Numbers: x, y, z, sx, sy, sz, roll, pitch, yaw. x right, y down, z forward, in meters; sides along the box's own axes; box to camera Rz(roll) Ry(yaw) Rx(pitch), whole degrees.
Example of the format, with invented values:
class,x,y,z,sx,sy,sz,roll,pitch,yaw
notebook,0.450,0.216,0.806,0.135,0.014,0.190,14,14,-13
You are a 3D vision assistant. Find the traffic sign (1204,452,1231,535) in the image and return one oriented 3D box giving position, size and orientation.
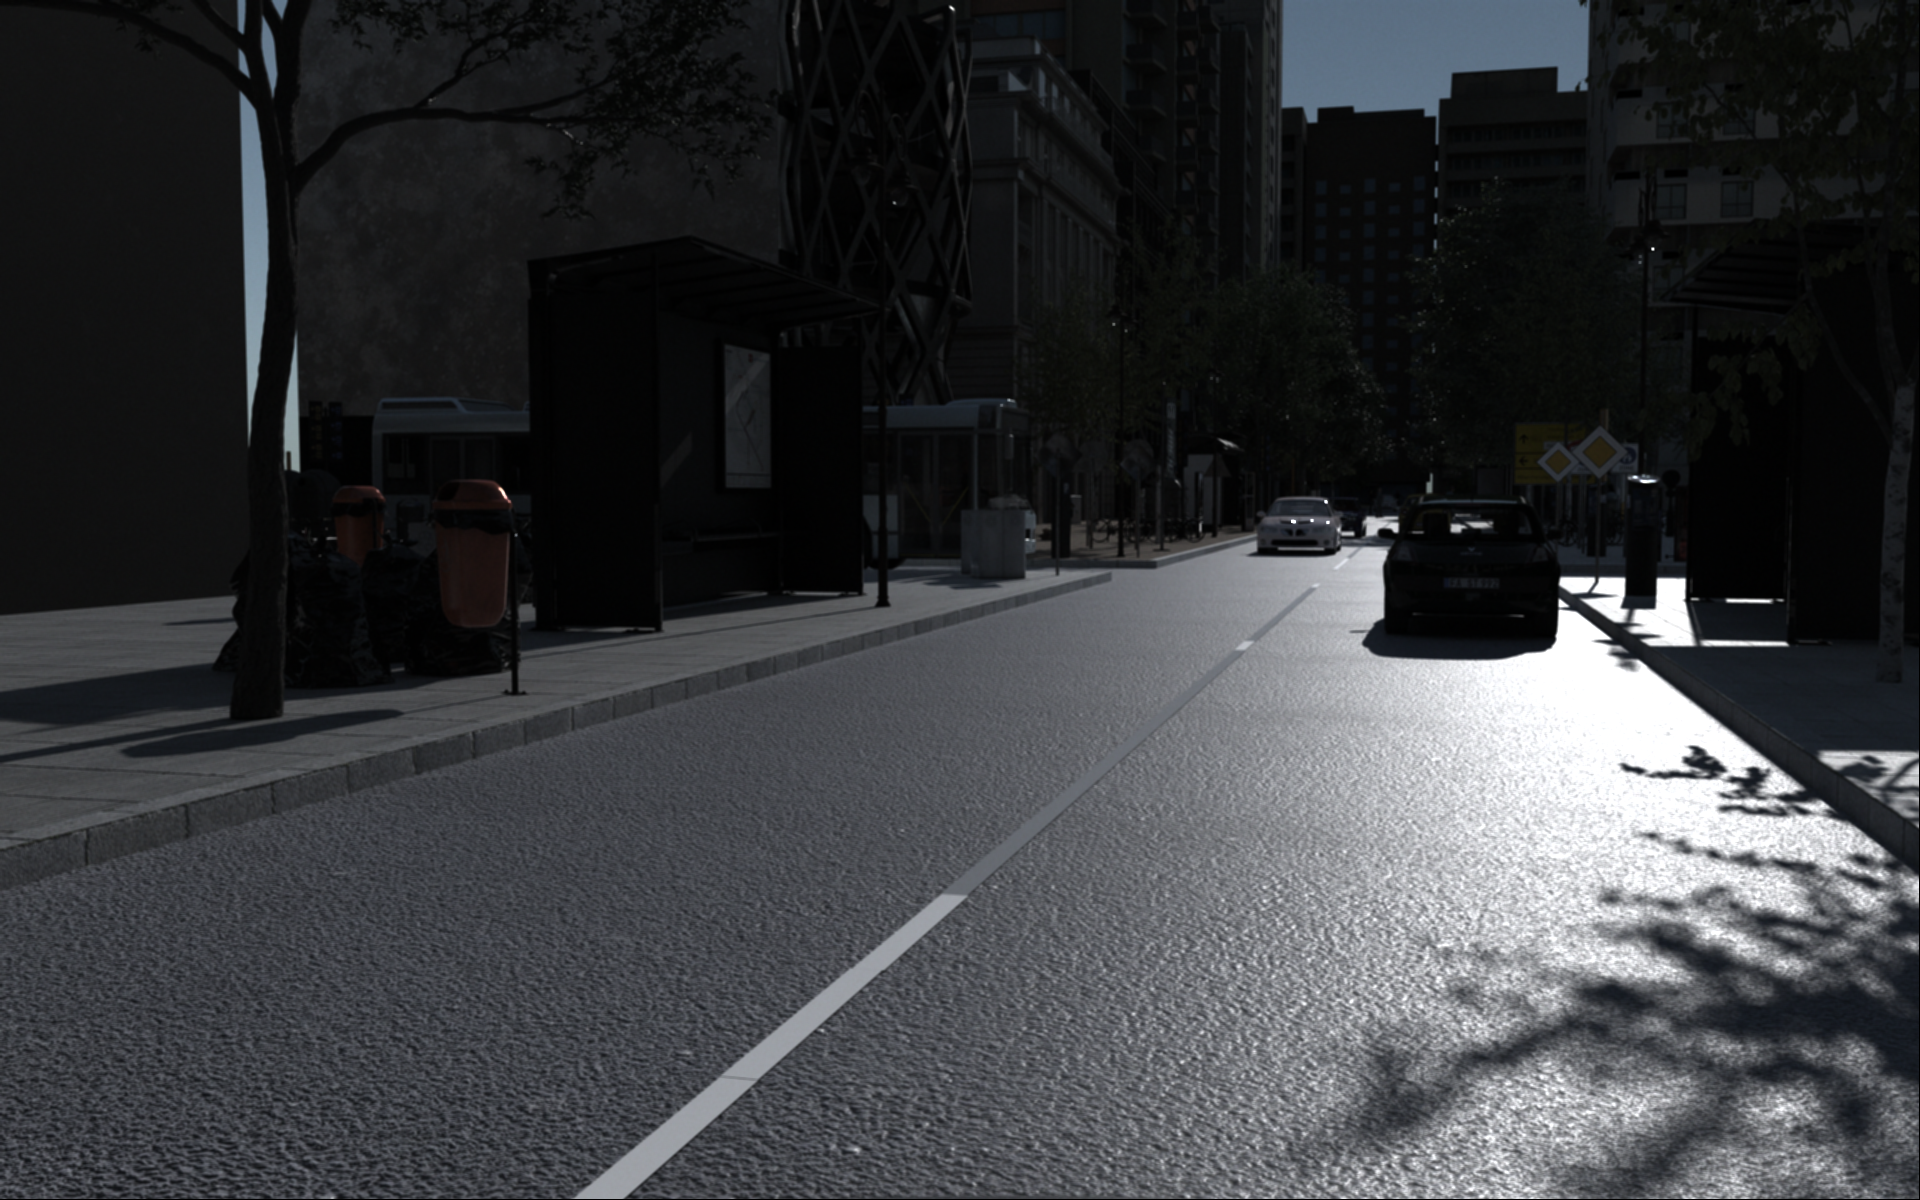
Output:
class,x,y,z,sx,sy,sz,roll,pitch,yaw
traffic sign,7.973,-3.286,53.723,0.884,2.594,0.081,2,4,25

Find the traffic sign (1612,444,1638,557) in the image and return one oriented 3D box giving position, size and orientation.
class,x,y,z,sx,sy,sz,roll,pitch,yaw
traffic sign,13.466,-2.012,35.033,0.606,2.300,0.079,1,4,15

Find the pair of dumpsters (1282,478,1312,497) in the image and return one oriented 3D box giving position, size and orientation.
class,x,y,z,sx,sy,sz,roll,pitch,yaw
pair of dumpsters,19.657,-6.034,101.153,1.574,2.255,4.437,1,4,15

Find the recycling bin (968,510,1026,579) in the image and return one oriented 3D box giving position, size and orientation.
class,x,y,z,sx,sy,sz,roll,pitch,yaw
recycling bin,0.580,-0.851,26.474,0.722,1.027,0.722,-1,4,-11

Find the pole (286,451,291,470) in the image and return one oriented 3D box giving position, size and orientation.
class,x,y,z,sx,sy,sz,roll,pitch,yaw
pole,-32.082,-5.443,82.830,0.158,3.312,0.155,0,3,0

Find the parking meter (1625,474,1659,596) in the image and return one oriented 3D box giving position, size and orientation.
class,x,y,z,sx,sy,sz,roll,pitch,yaw
parking meter,8.620,-0.824,21.886,0.372,1.533,0.369,0,3,0

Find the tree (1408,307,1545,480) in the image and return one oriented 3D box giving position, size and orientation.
class,x,y,z,sx,sy,sz,roll,pitch,yaw
tree,31.605,-11.492,104.901,9.611,12.733,9.660,0,3,0

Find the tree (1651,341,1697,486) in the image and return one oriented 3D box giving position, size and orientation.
class,x,y,z,sx,sy,sz,roll,pitch,yaw
tree,34.497,-7.977,80.788,4.360,8.622,3.978,0,3,0

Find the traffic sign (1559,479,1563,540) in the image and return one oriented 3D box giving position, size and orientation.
class,x,y,z,sx,sy,sz,roll,pitch,yaw
traffic sign,16.884,-2.970,48.662,0.768,2.556,0.104,2,4,24

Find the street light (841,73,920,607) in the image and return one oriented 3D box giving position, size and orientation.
class,x,y,z,sx,sy,sz,roll,pitch,yaw
street light,-0.879,-2.863,19.604,0.468,5.910,1.993,1,4,15

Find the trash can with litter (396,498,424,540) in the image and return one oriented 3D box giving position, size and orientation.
class,x,y,z,sx,sy,sz,roll,pitch,yaw
trash can with litter,-8.902,-1.115,29.290,1.678,1.210,2.233,2,4,33

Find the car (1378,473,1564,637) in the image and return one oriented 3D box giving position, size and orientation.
class,x,y,z,sx,sy,sz,roll,pitch,yaw
car,5.568,-0.558,18.914,2.009,1.686,4.222,1,4,16

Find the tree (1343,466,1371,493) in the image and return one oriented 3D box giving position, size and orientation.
class,x,y,z,sx,sy,sz,roll,pitch,yaw
tree,41.510,-12.158,182.498,4.285,4.588,4.351,0,3,0

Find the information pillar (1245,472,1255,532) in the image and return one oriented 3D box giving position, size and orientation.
class,x,y,z,sx,sy,sz,roll,pitch,yaw
information pillar,9.867,-3.330,58.935,0.304,2.012,0.304,1,4,11

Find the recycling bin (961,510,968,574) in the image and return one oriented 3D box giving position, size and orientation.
class,x,y,z,sx,sy,sz,roll,pitch,yaw
recycling bin,0.499,-0.934,27.820,0.722,1.027,0.722,3,4,38

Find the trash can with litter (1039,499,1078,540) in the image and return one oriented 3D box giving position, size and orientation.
class,x,y,z,sx,sy,sz,roll,pitch,yaw
trash can with litter,2.761,-2.293,48.879,1.055,1.170,0.624,-3,5,-42

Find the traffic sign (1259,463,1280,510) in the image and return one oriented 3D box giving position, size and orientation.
class,x,y,z,sx,sy,sz,roll,pitch,yaw
traffic sign,12.608,-4.320,70.629,0.884,2.594,0.081,2,4,23

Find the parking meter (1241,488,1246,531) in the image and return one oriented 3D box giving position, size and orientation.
class,x,y,z,sx,sy,sz,roll,pitch,yaw
parking meter,9.962,-3.163,60.126,0.372,1.533,0.369,0,3,0

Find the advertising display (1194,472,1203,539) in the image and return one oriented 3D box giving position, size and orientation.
class,x,y,z,sx,sy,sz,roll,pitch,yaw
advertising display,6.931,-2.755,50.263,0.123,1.923,0.974,1,4,15

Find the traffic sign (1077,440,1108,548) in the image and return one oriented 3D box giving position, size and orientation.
class,x,y,z,sx,sy,sz,roll,pitch,yaw
traffic sign,3.100,-2.494,40.887,0.768,2.556,0.104,1,4,21

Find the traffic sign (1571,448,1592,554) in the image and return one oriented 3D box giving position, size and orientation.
class,x,y,z,sx,sy,sz,roll,pitch,yaw
traffic sign,13.416,-2.146,37.220,0.606,2.300,0.079,1,4,22

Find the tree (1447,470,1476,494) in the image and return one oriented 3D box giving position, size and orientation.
class,x,y,z,sx,sy,sz,roll,pitch,yaw
tree,35.228,-7.722,120.852,1.663,3.219,1.824,0,3,0

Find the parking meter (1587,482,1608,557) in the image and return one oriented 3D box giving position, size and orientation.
class,x,y,z,sx,sy,sz,roll,pitch,yaw
parking meter,13.076,-1.660,35.545,0.372,1.533,0.369,0,3,0

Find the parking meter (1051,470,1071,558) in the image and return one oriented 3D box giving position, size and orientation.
class,x,y,z,sx,sy,sz,roll,pitch,yaw
parking meter,2.024,-1.772,34.685,0.255,1.863,0.399,2,4,33

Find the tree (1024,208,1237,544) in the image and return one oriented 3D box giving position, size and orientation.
class,x,y,z,sx,sy,sz,roll,pitch,yaw
tree,4.880,-5.750,44.368,4.737,8.622,4.395,0,3,0

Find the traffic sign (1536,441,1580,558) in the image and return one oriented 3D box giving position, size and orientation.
class,x,y,z,sx,sy,sz,roll,pitch,yaw
traffic sign,11.320,-1.785,32.832,0.795,2.450,0.064,1,4,15

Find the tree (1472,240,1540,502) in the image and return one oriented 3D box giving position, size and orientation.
class,x,y,z,sx,sy,sz,roll,pitch,yaw
tree,16.282,-5.815,45.437,4.737,8.622,4.395,0,3,0

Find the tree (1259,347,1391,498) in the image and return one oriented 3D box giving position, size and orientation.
class,x,y,z,sx,sy,sz,roll,pitch,yaw
tree,21.911,-11.602,107.813,7.486,12.596,7.792,0,3,0

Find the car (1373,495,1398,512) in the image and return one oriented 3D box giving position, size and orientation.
class,x,y,z,sx,sy,sz,roll,pitch,yaw
car,35.159,-8.002,143.187,2.083,1.381,4.827,1,4,13

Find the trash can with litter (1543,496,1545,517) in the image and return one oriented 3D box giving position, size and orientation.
class,x,y,z,sx,sy,sz,roll,pitch,yaw
trash can with litter,30.152,-4.790,89.704,0.624,1.170,1.055,1,4,21

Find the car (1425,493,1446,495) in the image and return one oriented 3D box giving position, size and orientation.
class,x,y,z,sx,sy,sz,roll,pitch,yaw
car,24.607,-4.944,89.870,2.155,1.783,4.494,1,4,15

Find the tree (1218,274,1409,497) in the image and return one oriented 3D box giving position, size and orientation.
class,x,y,z,sx,sy,sz,roll,pitch,yaw
tree,17.988,-10.599,90.300,9.611,12.733,9.660,0,3,0

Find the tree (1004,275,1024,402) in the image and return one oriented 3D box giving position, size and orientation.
class,x,y,z,sx,sy,sz,roll,pitch,yaw
tree,3.227,-6.401,55.015,4.737,8.622,4.395,0,3,0

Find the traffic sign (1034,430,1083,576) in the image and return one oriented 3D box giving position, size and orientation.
class,x,y,z,sx,sy,sz,roll,pitch,yaw
traffic sign,1.538,-1.441,27.196,0.795,2.450,0.064,1,4,15

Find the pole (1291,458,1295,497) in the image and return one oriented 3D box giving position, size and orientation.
class,x,y,z,sx,sy,sz,roll,pitch,yaw
pole,19.004,-6.422,98.839,0.158,3.312,0.155,0,3,0

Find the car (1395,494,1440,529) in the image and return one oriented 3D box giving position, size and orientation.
class,x,y,z,sx,sy,sz,roll,pitch,yaw
car,15.767,-2.966,58.721,2.015,1.641,3.980,1,4,15

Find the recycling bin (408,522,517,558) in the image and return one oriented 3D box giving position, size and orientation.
class,x,y,z,sx,sy,sz,roll,pitch,yaw
recycling bin,-4.416,-0.176,15.427,0.722,1.027,0.722,1,4,11

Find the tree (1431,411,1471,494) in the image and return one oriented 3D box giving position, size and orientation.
class,x,y,z,sx,sy,sz,roll,pitch,yaw
tree,41.657,-13.250,142.396,9.928,11.665,9.643,0,3,0

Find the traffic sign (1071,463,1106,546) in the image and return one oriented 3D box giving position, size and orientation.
class,x,y,z,sx,sy,sz,roll,pitch,yaw
traffic sign,3.127,-2.589,42.338,0.884,2.594,0.081,2,4,24

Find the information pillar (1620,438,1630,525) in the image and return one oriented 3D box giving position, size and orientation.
class,x,y,z,sx,sy,sz,roll,pitch,yaw
information pillar,27.665,-4.933,72.009,0.504,3.616,0.183,-2,4,-33

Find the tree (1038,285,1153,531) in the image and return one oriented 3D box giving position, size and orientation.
class,x,y,z,sx,sy,sz,roll,pitch,yaw
tree,4.703,-6.733,60.447,4.360,8.622,3.978,0,3,0

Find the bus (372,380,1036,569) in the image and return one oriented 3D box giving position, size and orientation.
class,x,y,z,sx,sy,sz,roll,pitch,yaw
bus,-4.430,-2.290,32.299,13.247,3.499,2.948,1,4,16

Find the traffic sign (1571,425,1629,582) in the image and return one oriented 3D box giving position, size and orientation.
class,x,y,z,sx,sy,sz,roll,pitch,yaw
traffic sign,9.256,-1.313,25.118,0.795,2.450,0.064,1,4,15

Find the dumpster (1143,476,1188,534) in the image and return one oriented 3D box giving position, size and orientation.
class,x,y,z,sx,sy,sz,roll,pitch,yaw
dumpster,6.648,-3.080,56.122,1.264,1.857,1.865,1,4,15

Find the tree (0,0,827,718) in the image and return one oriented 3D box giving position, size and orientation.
class,x,y,z,sx,sy,sz,roll,pitch,yaw
tree,-3.700,-4.603,9.676,7.601,10.594,8.767,-1,4,-10

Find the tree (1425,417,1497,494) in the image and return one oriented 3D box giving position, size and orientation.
class,x,y,z,sx,sy,sz,roll,pitch,yaw
tree,44.431,-13.338,152.495,7.601,10.594,8.767,3,4,37

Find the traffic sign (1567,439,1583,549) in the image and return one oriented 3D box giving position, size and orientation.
class,x,y,z,sx,sy,sz,roll,pitch,yaw
traffic sign,14.486,-2.467,40.440,0.768,2.556,0.104,1,4,17

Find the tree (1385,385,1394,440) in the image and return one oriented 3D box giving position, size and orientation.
class,x,y,z,sx,sy,sz,roll,pitch,yaw
tree,28.230,-12.413,128.700,9.928,11.665,9.643,0,3,0

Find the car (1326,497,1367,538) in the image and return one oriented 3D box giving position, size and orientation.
class,x,y,z,sx,sy,sz,roll,pitch,yaw
car,12.690,-2.784,58.092,1.945,1.354,3.894,1,4,16

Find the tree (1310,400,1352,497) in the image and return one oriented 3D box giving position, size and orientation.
class,x,y,z,sx,sy,sz,roll,pitch,yaw
tree,25.611,-10.329,119.236,4.360,8.622,3.978,0,3,0

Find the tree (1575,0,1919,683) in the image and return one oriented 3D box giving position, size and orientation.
class,x,y,z,sx,sy,sz,roll,pitch,yaw
tree,6.389,-3.759,11.823,4.737,8.622,4.395,0,3,0

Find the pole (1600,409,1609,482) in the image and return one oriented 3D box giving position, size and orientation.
class,x,y,z,sx,sy,sz,roll,pitch,yaw
pole,15.396,-2.914,41.488,0.158,3.312,0.155,0,3,0

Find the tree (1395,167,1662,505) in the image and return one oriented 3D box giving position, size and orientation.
class,x,y,z,sx,sy,sz,roll,pitch,yaw
tree,22.008,-9.825,67.293,9.857,13.997,8.962,0,3,0

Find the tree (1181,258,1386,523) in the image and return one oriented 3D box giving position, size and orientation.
class,x,y,z,sx,sy,sz,roll,pitch,yaw
tree,13.313,-9.246,76.922,9.928,11.665,9.643,0,3,0

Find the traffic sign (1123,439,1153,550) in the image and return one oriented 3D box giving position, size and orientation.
class,x,y,z,sx,sy,sz,roll,pitch,yaw
traffic sign,4.079,-2.440,39.994,0.768,2.556,0.104,2,4,25

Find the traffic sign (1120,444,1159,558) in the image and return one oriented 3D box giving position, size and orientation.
class,x,y,z,sx,sy,sz,roll,pitch,yaw
traffic sign,3.601,-1.912,34.911,0.795,2.450,0.064,1,4,15

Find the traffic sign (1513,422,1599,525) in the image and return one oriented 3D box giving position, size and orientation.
class,x,y,z,sx,sy,sz,roll,pitch,yaw
traffic sign,16.873,-3.379,49.117,2.265,3.308,0.079,1,4,23

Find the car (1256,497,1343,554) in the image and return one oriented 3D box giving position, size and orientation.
class,x,y,z,sx,sy,sz,roll,pitch,yaw
car,8.412,-1.858,42.740,2.083,1.381,4.827,1,4,15
